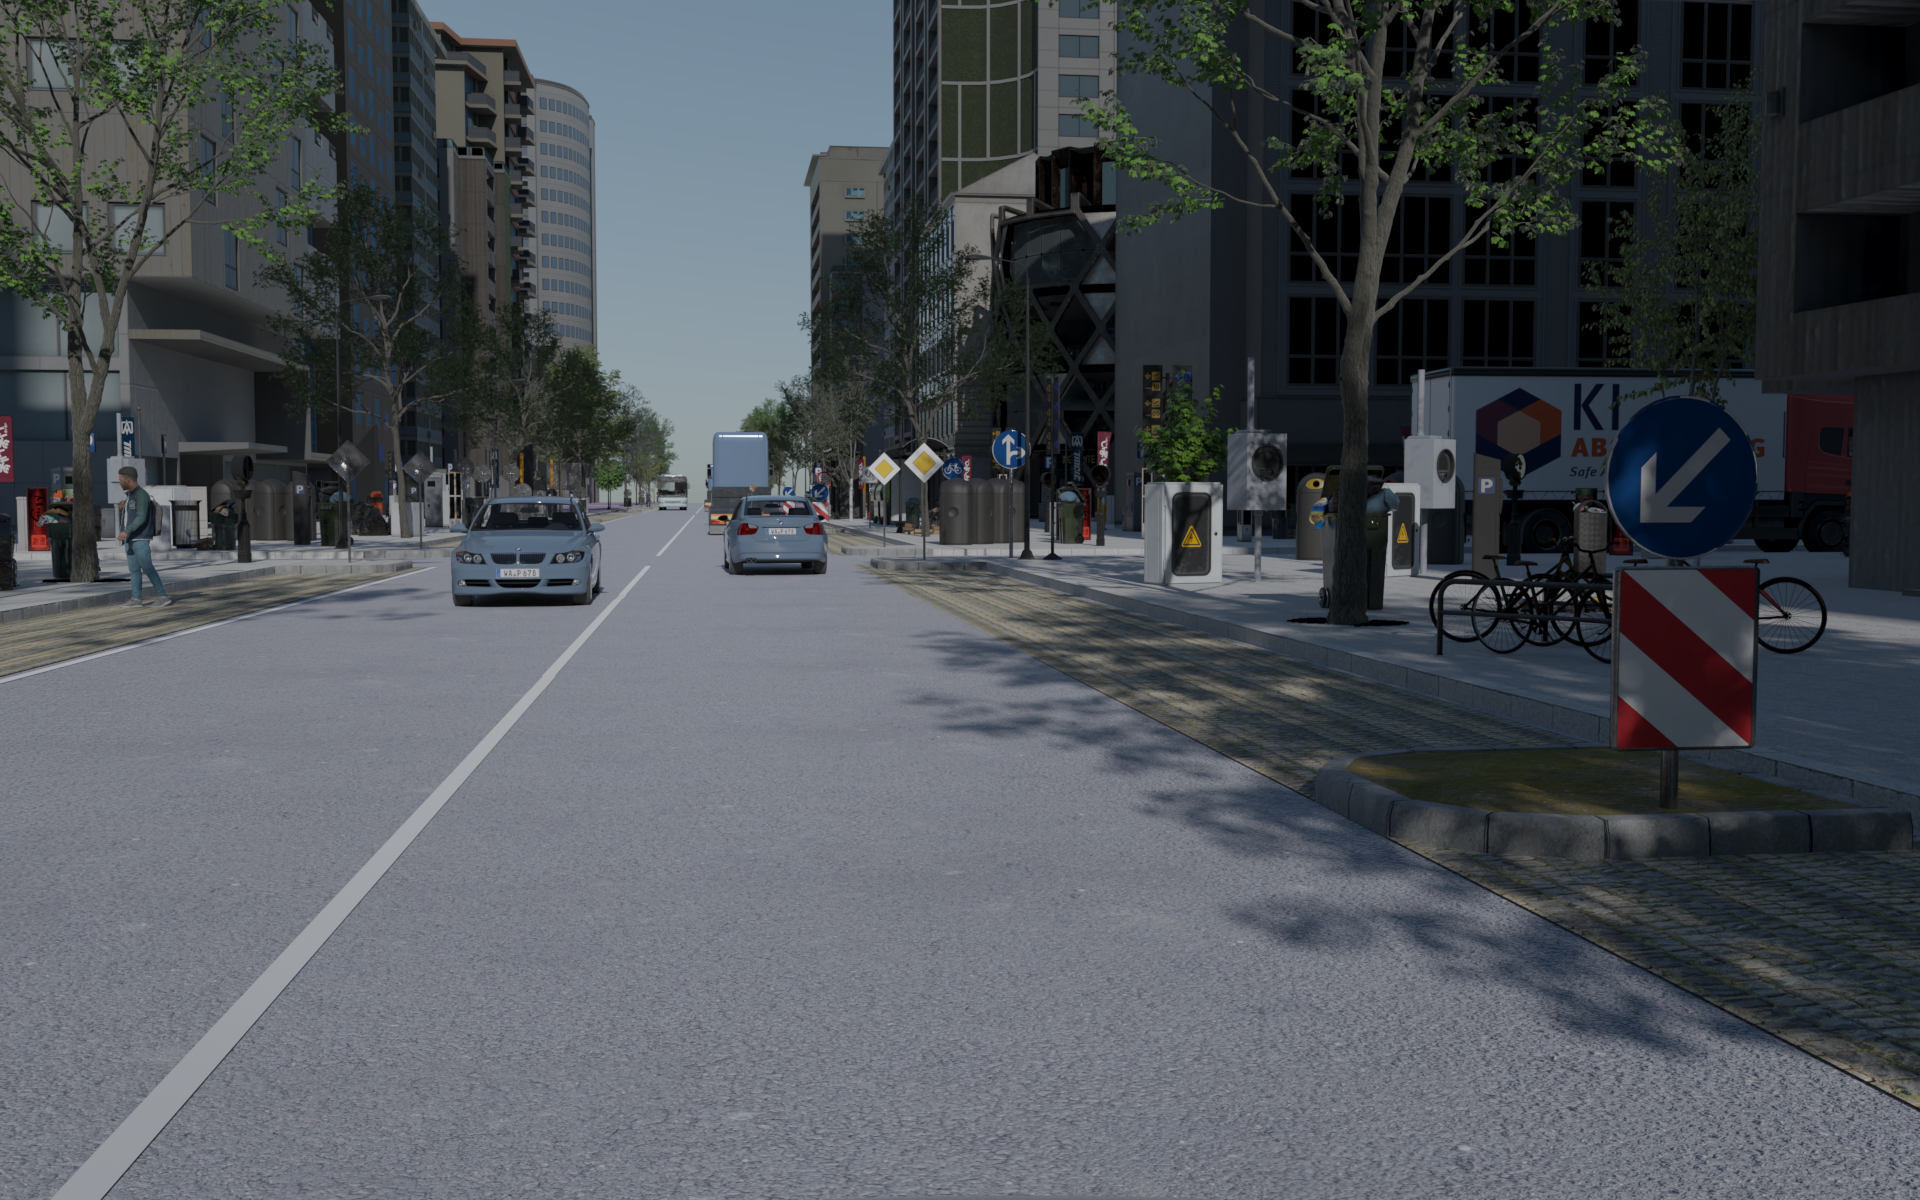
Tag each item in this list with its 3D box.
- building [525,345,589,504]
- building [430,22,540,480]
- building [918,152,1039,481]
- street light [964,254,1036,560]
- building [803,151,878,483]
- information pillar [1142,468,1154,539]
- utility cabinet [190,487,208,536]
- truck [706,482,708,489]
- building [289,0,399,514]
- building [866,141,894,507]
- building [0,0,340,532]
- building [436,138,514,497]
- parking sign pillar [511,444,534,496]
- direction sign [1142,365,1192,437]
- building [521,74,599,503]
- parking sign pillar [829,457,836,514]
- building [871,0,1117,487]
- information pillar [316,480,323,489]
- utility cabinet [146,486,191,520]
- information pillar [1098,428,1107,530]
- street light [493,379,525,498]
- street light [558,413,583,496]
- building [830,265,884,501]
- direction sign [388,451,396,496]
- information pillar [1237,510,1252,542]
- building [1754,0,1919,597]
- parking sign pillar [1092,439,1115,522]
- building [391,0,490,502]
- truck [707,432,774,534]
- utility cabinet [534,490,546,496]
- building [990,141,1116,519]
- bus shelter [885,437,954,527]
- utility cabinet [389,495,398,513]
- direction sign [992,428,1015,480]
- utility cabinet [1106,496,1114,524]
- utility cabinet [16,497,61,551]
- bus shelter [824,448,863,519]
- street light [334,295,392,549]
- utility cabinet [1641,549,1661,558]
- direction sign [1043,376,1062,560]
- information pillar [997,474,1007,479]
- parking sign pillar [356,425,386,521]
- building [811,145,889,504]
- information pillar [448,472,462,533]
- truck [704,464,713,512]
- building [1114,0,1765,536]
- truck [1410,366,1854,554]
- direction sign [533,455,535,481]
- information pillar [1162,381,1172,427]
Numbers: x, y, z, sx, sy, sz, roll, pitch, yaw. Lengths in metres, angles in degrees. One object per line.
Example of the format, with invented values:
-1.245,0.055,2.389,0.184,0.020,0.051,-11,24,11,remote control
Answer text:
-61.564,-22.712,216.381,27.650,21.520,28.899,0,4,-8,building
-51.987,-31.136,163.697,22.147,44.769,28.867,0,4,-8,building
3.036,-15.905,109.203,9.793,20.994,18.267,0,4,-8,building
0.776,-3.742,33.720,1.470,5.913,1.316,0,4,-8,street light
-8.512,-41.189,262.681,28.713,52.752,27.495,0,4,-8,building
5.323,-2.726,49.056,0.304,2.012,0.304,1,4,16,information pillar
-23.462,-2.677,52.450,1.173,1.500,0.318,-3,5,-40,utility cabinet
-29.840,-13.463,216.047,3.469,3.379,9.791,-1,4,-9,truck
-40.534,-27.407,98.215,14.600,45.320,14.200,0,4,-8,building
5.144,-29.542,174.885,32.217,40.220,23.993,0,4,-8,building
-41.234,-29.331,68.807,28.713,52.752,27.495,0,4,-8,building
-44.921,-22.717,143.122,14.160,30.474,14.107,0,4,-8,building
-22.653,-6.177,89.471,1.447,3.967,1.447,2,4,31,parking sign pillar
3.638,-2.352,30.456,0.876,3.537,0.379,0,4,-4,direction sign
-62.743,-42.928,243.873,21.231,58.520,28.212,0,4,-8,building
-7.866,-7.485,110.845,1.447,3.967,1.447,0,4,-5,parking sign pillar
3.216,-43.547,150.249,20.563,71.187,20.611,0,4,-8,building
-34.211,-5.387,92.573,0.304,2.012,0.304,0,4,-4,information pillar
-20.832,-2.238,45.265,1.173,1.500,0.318,1,4,9,utility cabinet
5.074,-4.316,61.919,0.183,3.616,0.504,-2,4,-25,information pillar
-18.235,-5.956,69.914,1.470,5.913,1.316,0,4,-8,street light
-22.445,-7.756,99.353,1.470,5.913,1.316,0,4,-8,street light
-9.633,-27.425,220.098,14.160,30.474,14.107,0,4,-8,building
-30.206,-6.124,92.124,0.379,3.537,0.876,0,4,5,direction sign
7.633,-2.564,46.416,0.304,2.012,0.304,-1,4,-17,information pillar
17.863,-15.227,20.665,14.160,30.474,14.107,0,4,-8,building
6.870,-5.648,80.812,1.447,3.967,1.447,3,5,43,parking sign pillar
-50.446,-26.328,122.343,32.217,40.220,23.993,0,4,-8,building
-8.742,-4.867,69.335,2.967,4.110,18.799,0,4,-8,truck
-25.001,-5.759,102.838,0.318,1.500,1.173,-3,5,-44,utility cabinet
9.831,-13.733,91.987,16.820,18.784,16.811,0,4,-8,building
-1.587,-4.294,64.133,2.014,3.302,5.546,0,4,-8,bus shelter
-27.289,-4.453,83.961,0.306,1.237,1.020,1,4,10,utility cabinet
1.480,-4.111,59.208,0.876,3.537,0.379,2,4,27,direction sign
6.632,-3.809,73.444,0.306,1.237,1.020,3,5,44,utility cabinet
-20.849,-1.716,39.226,1.020,1.237,0.306,1,4,20,utility cabinet
-6.158,-6.152,91.873,1.731,3.624,6.357,0,4,-8,bus shelter
-13.945,-4.156,40.486,1.470,5.913,1.316,0,4,-8,street light
14.051,-1.592,34.705,1.173,1.500,0.318,-3,5,-44,utility cabinet
1.808,-2.555,33.765,0.379,3.537,0.876,-1,4,-12,direction sign
1.568,-3.677,64.617,0.304,2.012,0.304,-1,4,-13,information pillar
-23.057,-4.847,67.719,1.447,3.967,1.447,3,4,36,parking sign pillar
-9.146,-37.570,237.972,21.300,48.544,21.600,0,4,-8,building
-16.855,-3.264,57.853,0.304,2.012,0.304,2,4,29,information pillar
-20.587,-9.738,148.970,2.967,4.110,18.799,0,4,-7,truck
18.533,-16.230,58.872,24.014,27.812,14.314,0,4,-8,building
16.179,-3.113,39.817,11.283,4.237,2.839,0,4,-6,truck
-25.033,-6.698,101.506,0.379,3.537,0.876,-2,4,-29,direction sign
4.064,-2.555,33.124,0.183,3.616,0.504,-3,4,-36,information pillar
